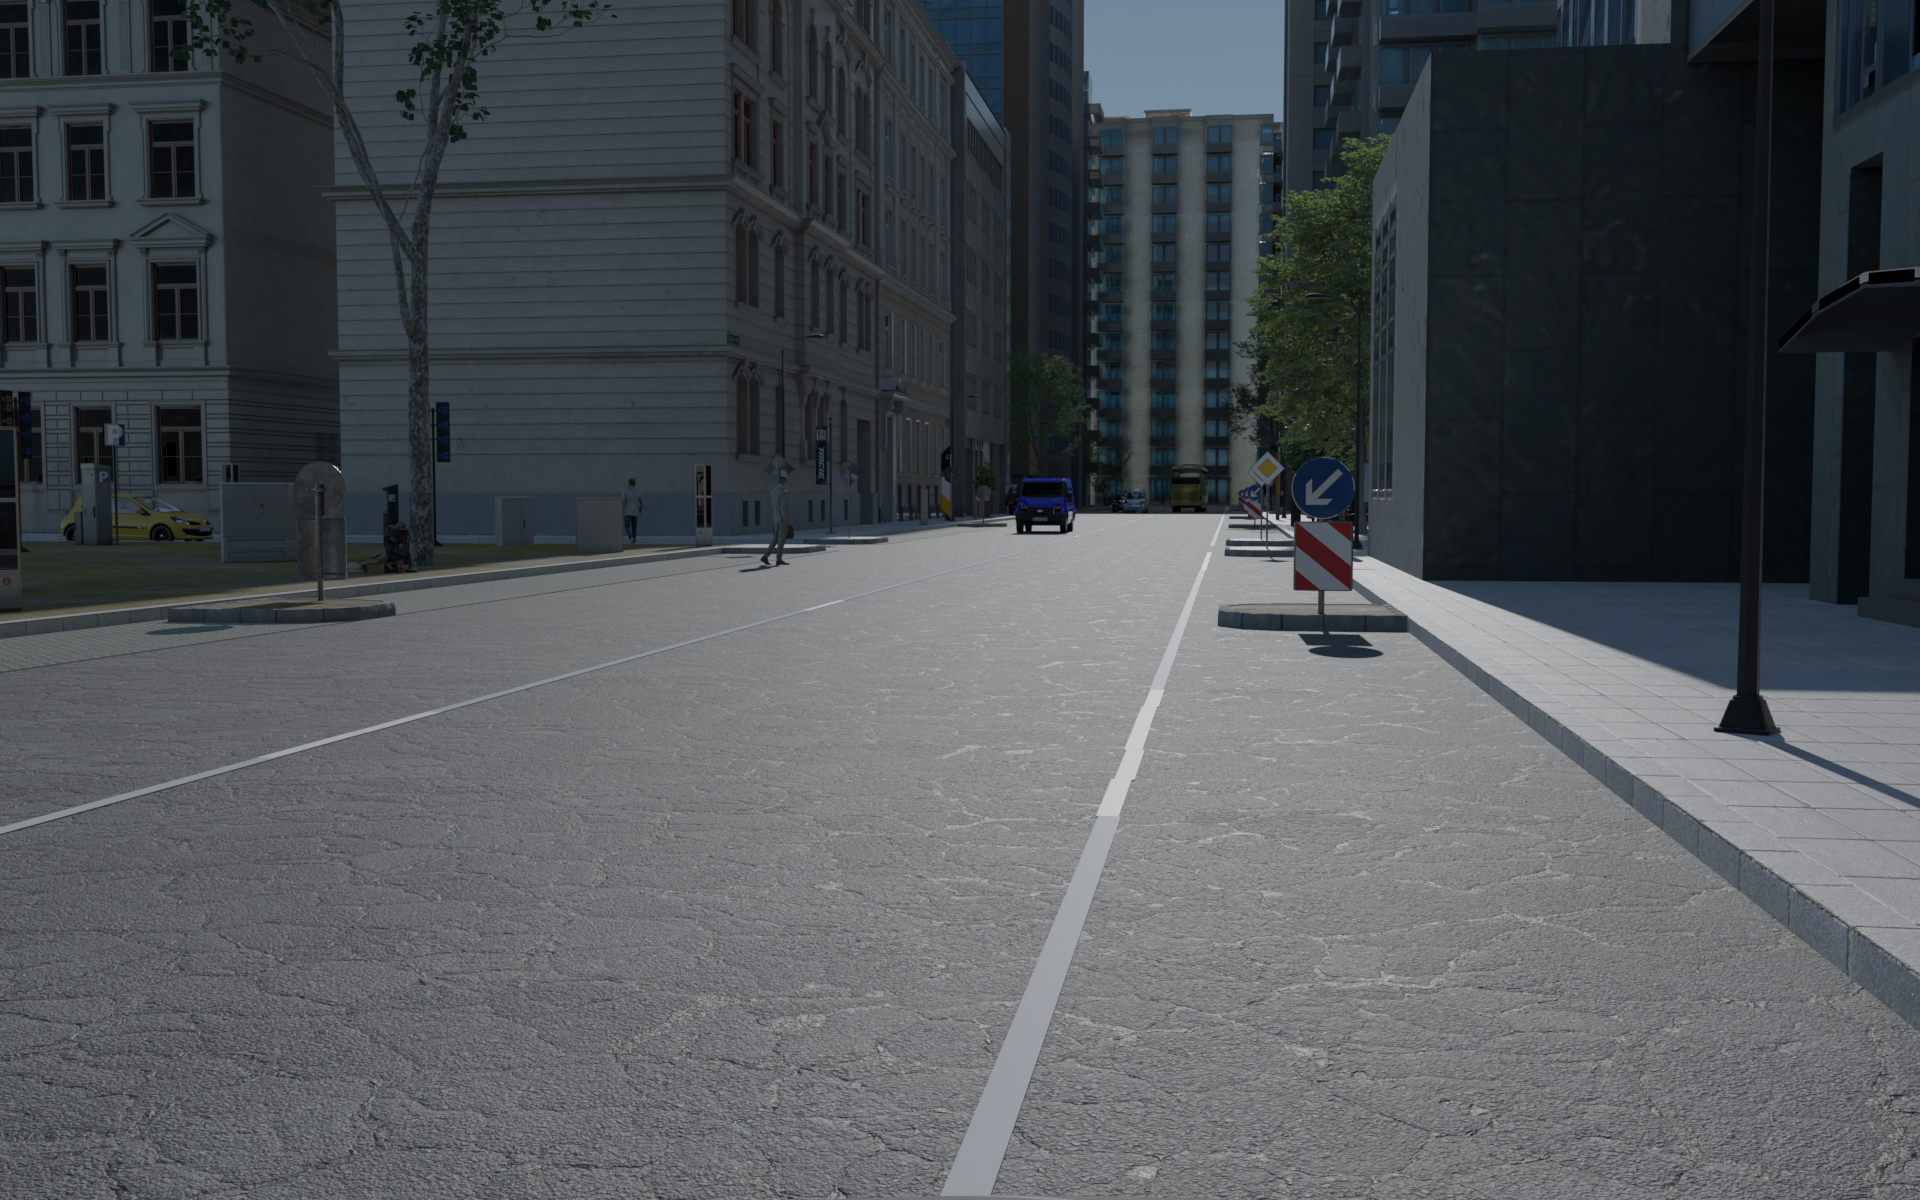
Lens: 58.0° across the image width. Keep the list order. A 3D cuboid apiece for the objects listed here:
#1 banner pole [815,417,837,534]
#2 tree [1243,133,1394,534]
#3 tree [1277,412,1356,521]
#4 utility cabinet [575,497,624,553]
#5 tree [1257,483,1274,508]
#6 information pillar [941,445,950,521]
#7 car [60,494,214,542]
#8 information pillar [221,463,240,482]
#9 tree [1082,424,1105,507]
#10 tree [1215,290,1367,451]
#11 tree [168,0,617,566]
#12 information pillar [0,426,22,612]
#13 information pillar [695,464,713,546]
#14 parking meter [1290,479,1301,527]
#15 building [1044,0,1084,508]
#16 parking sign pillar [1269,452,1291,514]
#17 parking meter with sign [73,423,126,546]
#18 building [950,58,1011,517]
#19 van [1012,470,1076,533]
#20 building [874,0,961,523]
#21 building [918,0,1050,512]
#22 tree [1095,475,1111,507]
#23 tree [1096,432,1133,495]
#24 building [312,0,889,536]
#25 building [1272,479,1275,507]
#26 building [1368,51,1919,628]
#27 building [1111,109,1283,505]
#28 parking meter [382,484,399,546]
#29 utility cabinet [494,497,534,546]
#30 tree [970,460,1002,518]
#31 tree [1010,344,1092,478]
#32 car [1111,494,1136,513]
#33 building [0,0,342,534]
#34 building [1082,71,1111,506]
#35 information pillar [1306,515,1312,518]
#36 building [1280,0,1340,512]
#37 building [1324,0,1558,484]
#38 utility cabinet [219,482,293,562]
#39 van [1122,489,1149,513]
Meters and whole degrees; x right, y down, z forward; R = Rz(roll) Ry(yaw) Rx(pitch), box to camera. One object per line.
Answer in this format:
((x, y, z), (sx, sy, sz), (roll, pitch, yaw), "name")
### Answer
((-4.362, -4.041, 56.092), (0.863, 3.779, 0.401), (-3, 5, -43), "banner pole")
((12.693, -8.367, 54.925), (7.486, 12.596, 7.792), (0, 3, 0), "tree")
((13.561, -4.972, 65.005), (4.285, 4.588, 4.351), (0, 3, 0), "tree")
((-7.940, -1.650, 38.143), (1.020, 1.237, 0.306), (-1, 4, -12), "utility cabinet")
((29.852, -10.872, 172.364), (1.663, 3.219, 1.824), (0, 3, 0), "tree")
((-0.679, -5.625, 83.317), (0.504, 3.616, 0.183), (-2, 4, -29), "information pillar")
((-22.968, -2.337, 48.440), (3.980, 1.641, 2.015), (0, 4, 8), "car")
((-17.399, -2.254, 41.339), (0.304, 2.012, 0.304), (1, 4, 10), "information pillar")
((12.470, -13.514, 171.312), (4.737, 8.622, 4.395), (0, 3, 0), "tree")
((15.269, -8.893, 79.819), (7.601, 10.594, 8.767), (-1, 4, -17), "tree")
((-10.868, -10.709, 30.987), (12.611, 20.169, 13.585), (0, 3, 0), "tree")
((-10.467, -0.881, 18.897), (0.304, 2.012, 0.304), (-3, 5, -44), "information pillar")
((-6.286, -2.325, 42.501), (0.304, 2.012, 0.304), (2, 4, 27), "information pillar")
((13.306, -3.842, 68.526), (0.399, 1.863, 0.255), (-1, 4, -11), "parking meter")
((-0.711, -37.422, 153.853), (21.231, 58.520, 28.212), (1, 4, 9), "building")
((20.456, -7.465, 110.522), (1.447, 3.967, 1.447), (0, 4, -1), "parking sign pillar")
((-21.651, -2.886, 43.452), (1.738, 3.016, 0.543), (2, 4, 34), "parking meter with sign")
((-4.156, -17.558, 105.093), (12.078, 24.808, 19.932), (1, 4, 9), "building")
((3.236, -3.729, 65.353), (2.240, 2.365, 5.245), (0, 4, 8), "van")
((-8.090, -18.314, 85.331), (13.634, 28.700, 20.117), (1, 4, 9), "building")
((-0.776, -29.520, 132.765), (14.600, 45.320, 14.200), (1, 4, 9), "building")
((14.672, -11.173, 177.282), (1.663, 3.219, 1.824), (0, 3, 0), "tree")
((18.194, -15.388, 201.948), (4.360, 8.622, 3.978), (0, 3, 0), "tree")
((-11.378, -16.893, 63.583), (14.401, 28.519, 23.554), (1, 4, 9), "building")
((49.389, -29.950, 181.564), (32.217, 40.220, 23.993), (1, 4, 9), "building")
((17.104, -43.040, 16.372), (22.319, 86.520, 31.000), (1, 4, 9), "building")
((26.016, -36.629, 218.494), (30.456, 49.044, 23.786), (1, 4, 9), "building")
((-13.982, -2.088, 42.550), (0.372, 1.533, 0.369), (0, 3, 0), "parking meter")
((-11.053, -1.946, 42.987), (0.306, 1.237, 1.020), (2, 4, 33), "utility cabinet")
((1.261, -6.055, 93.608), (1.663, 3.219, 1.824), (0, 3, 0), "tree")
((5.591, -11.918, 120.615), (9.928, 11.665, 9.643), (0, 3, 0), "tree")
((12.798, -7.658, 134.994), (2.009, 1.686, 4.222), (1, 4, 8), "car")
((-32.156, -13.757, 61.079), (21.152, 22.565, 11.583), (1, 4, 9), "building")
((0.012, -34.805, 188.665), (30.456, 49.044, 23.786), (1, 4, 9), "building")
((18.517, -5.335, 91.714), (0.304, 2.012, 0.304), (1, 4, 15), "information pillar")
((35.928, -36.296, 135.440), (21.231, 58.520, 28.212), (1, 4, 9), "building")
((32.881, -29.404, 100.369), (23.786, 49.044, 30.456), (1, 4, 9), "building")
((-13.271, -1.464, 32.613), (1.173, 1.500, 0.318), (-2, 4, -31), "utility cabinet")
((13.161, -7.491, 129.481), (2.013, 2.044, 4.112), (1, 4, 10), "van")
